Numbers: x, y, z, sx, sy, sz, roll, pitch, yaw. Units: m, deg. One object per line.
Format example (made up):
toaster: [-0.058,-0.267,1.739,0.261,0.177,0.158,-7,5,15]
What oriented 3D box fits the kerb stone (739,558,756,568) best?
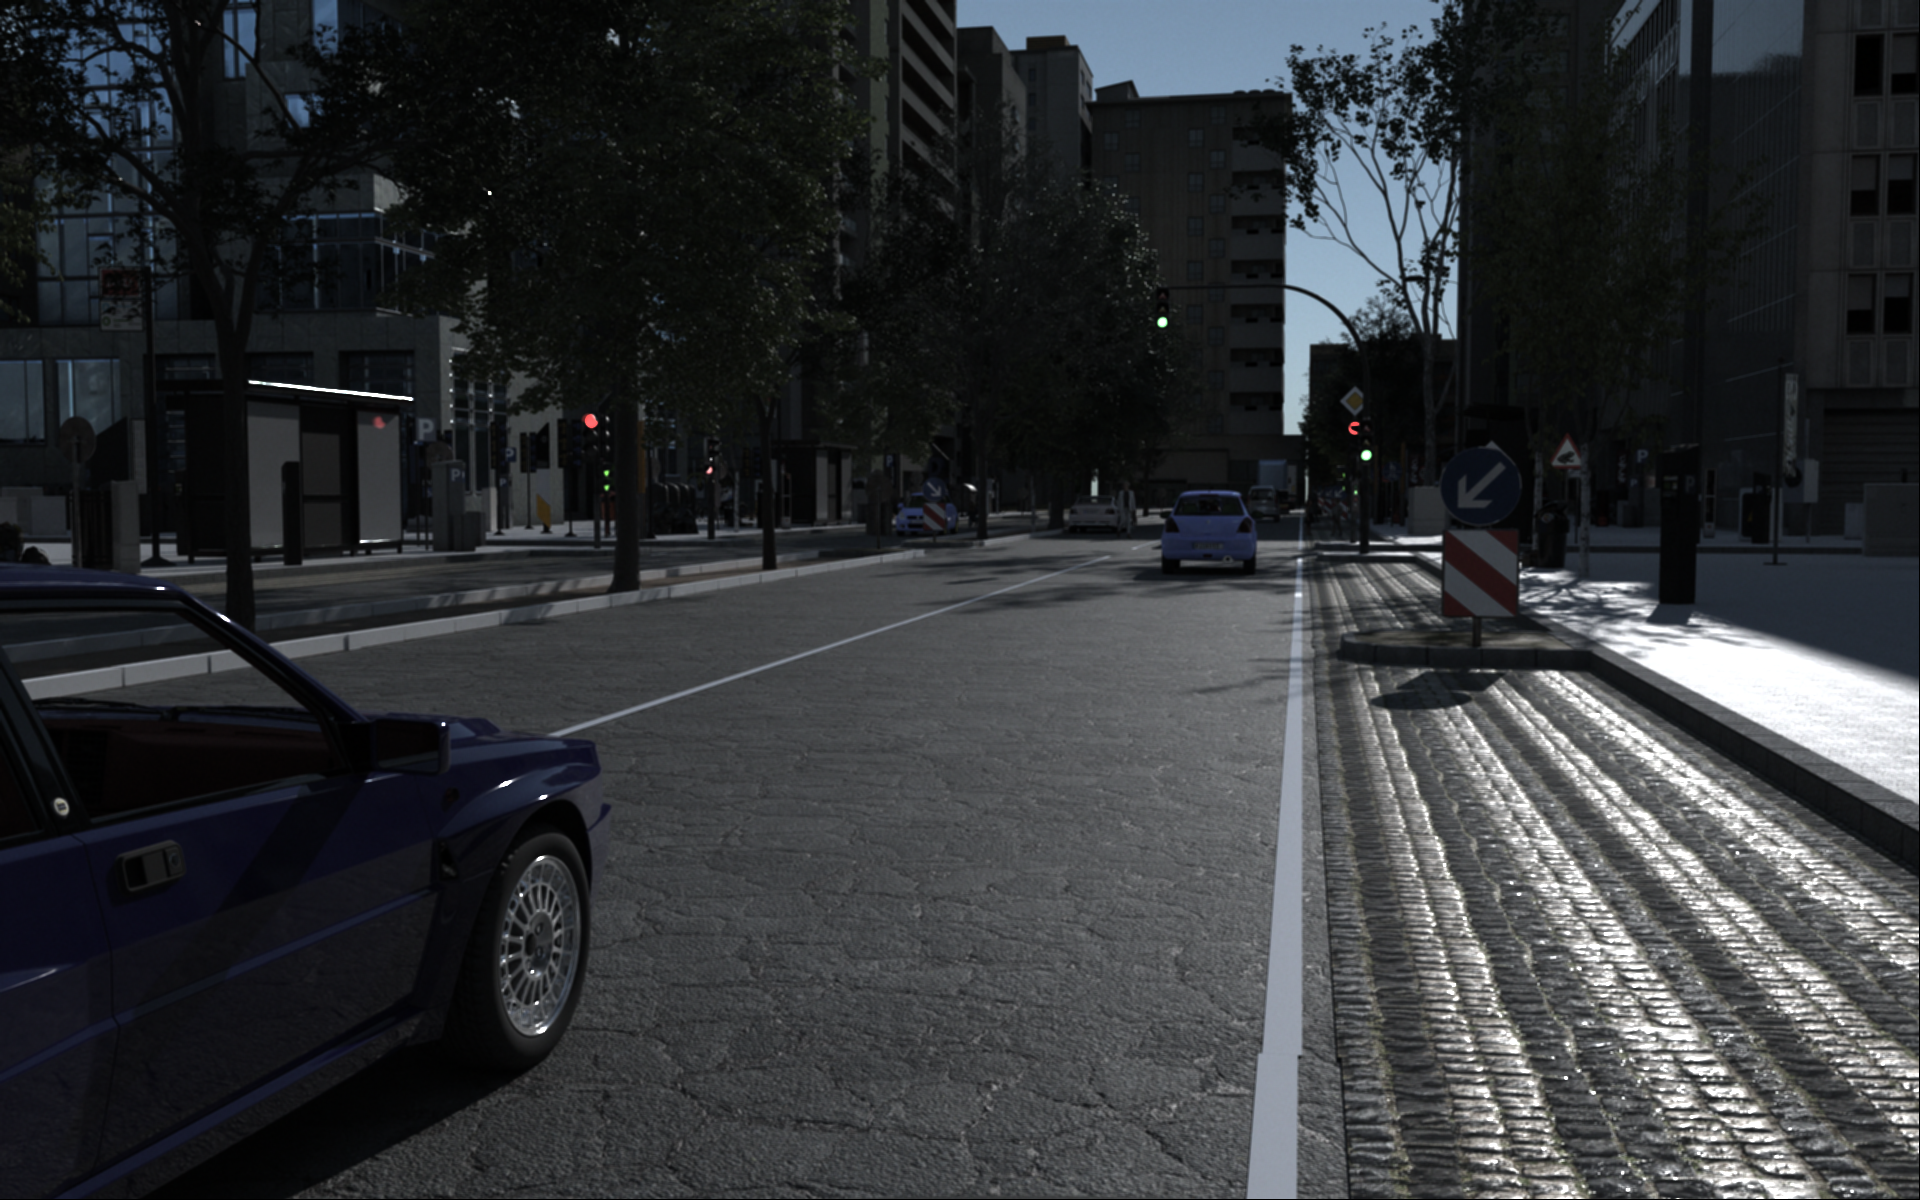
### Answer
kerb stone: [-4.246,-0.706,33.834,0.120,0.150,1.000,1,4,11]

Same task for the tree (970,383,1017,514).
tree: [2.509,-9.749,109.759,4.360,8.622,3.978,0,3,0]

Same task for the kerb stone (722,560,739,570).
kerb stone: [-4.448,-0.651,32.832,0.120,0.150,1.000,1,4,11]

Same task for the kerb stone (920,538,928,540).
kerb stone: [-1.150,-1.671,49.517,0.120,0.150,1.000,1,4,11]

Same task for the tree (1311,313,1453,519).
tree: [21.774,-9.459,89.064,7.601,10.594,8.767,0,4,-1]

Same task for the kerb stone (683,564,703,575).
kerb stone: [-4.846,-0.527,30.823,0.120,0.150,1.000,1,4,11]

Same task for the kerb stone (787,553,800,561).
kerb stone: [-3.651,-0.896,36.847,0.120,0.150,1.000,1,4,11]

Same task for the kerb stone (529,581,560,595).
kerb stone: [-6.032,-0.156,24.799,0.120,0.150,1.000,1,4,11]

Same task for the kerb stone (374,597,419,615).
kerb stone: [-6.828,0.093,20.775,0.120,0.150,1.000,1,4,11]

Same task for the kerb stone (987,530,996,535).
kerb stone: [1.039,-2.347,60.574,0.120,0.150,1.000,1,4,11]

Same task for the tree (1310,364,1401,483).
tree: [31.706,-13.482,138.562,7.486,12.596,7.792,0,3,0]

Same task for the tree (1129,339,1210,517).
tree: [11.697,-10.984,107.803,9.928,11.665,9.643,0,3,0]

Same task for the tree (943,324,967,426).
tree: [-3.098,-10.035,82.196,7.486,12.596,7.792,0,3,0]

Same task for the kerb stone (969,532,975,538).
kerb stone: [0.247,-2.100,56.559,0.120,0.150,1.000,1,4,11]

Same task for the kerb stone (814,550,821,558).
kerb stone: [-3.252,-1.015,38.856,0.120,0.150,1.000,1,4,11]

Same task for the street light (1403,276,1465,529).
street light: [10.123,-3.937,36.906,1.470,5.913,1.316,1,4,11]

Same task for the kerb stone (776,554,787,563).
kerb stone: [-3.847,-0.829,35.844,0.120,0.150,1.000,1,4,11]

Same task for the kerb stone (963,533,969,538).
kerb stone: [0.047,-2.038,55.556,0.120,0.150,1.000,1,4,11]

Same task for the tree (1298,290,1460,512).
tree: [25.137,-11.888,104.737,12.009,13.543,11.850,0,3,0]

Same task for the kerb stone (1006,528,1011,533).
kerb stone: [1.641,-2.532,63.591,0.120,0.150,1.000,1,4,11]

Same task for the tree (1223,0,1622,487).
tree: [15.165,-12.336,57.587,12.611,20.169,13.585,0,3,0]

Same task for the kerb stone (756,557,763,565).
kerb stone: [-4.050,-0.767,34.840,0.120,0.150,1.000,1,4,11]

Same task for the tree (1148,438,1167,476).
tree: [19.367,-15.995,195.933,8.767,10.594,7.601,-1,4,-17]

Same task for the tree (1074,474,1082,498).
tree: [10.520,-9.718,153.483,1.663,3.219,1.824,0,3,0]

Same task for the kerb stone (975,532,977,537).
kerb stone: [0.439,-2.163,57.563,0.120,0.150,1.000,1,4,11]

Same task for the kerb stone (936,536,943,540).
kerb stone: [-0.751,-1.794,51.524,0.120,0.150,1.000,1,4,11]

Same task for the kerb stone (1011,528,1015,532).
kerb stone: [1.832,-2.587,64.596,0.120,0.150,1.000,1,4,11]

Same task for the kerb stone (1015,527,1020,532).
kerb stone: [2.027,-2.655,65.599,0.120,0.150,1.000,1,4,11]

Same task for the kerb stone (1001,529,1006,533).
kerb stone: [1.431,-2.470,62.581,0.120,0.150,1.000,1,4,11]

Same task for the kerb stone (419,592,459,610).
kerb stone: [-6.633,0.025,21.793,0.120,0.150,1.000,1,4,11]

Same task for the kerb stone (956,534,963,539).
kerb stone: [-0.146,-1.979,54.549,0.120,0.150,1.000,1,4,11]

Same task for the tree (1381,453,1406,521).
tree: [20.370,-5.326,81.689,1.663,3.219,1.824,0,3,0]

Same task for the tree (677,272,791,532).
tree: [-7.542,-6.577,57.900,4.737,8.622,4.395,0,3,0]

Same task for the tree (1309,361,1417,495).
tree: [29.146,-12.201,125.248,9.928,11.665,9.643,0,3,0]

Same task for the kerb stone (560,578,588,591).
kerb stone: [-5.833,-0.221,25.802,0.120,0.150,1.000,1,4,11]

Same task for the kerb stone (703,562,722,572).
kerb stone: [-4.641,-0.587,31.828,0.120,0.150,1.000,1,4,11]

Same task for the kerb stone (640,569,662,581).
kerb stone: [-5.240,-0.405,28.811,0.120,0.150,1.000,1,4,11]

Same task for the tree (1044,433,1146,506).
tree: [9.485,-12.606,140.519,7.601,10.594,8.767,-1,4,-19]

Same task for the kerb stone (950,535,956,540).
kerb stone: [-0.347,-1.912,53.540,0.120,0.150,1.000,1,4,11]

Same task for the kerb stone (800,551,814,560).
kerb stone: [-3.452,-0.957,37.854,0.120,0.150,1.000,1,4,11]

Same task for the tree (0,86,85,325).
tree: [-14.723,-4.558,24.880,4.737,8.622,4.395,0,3,0]

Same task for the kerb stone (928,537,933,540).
kerb stone: [-0.951,-1.727,50.520,0.120,0.150,1.000,1,4,11]

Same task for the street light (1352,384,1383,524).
street light: [17.255,-6.163,73.309,1.470,5.913,1.316,1,4,11]

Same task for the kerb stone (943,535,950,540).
kerb stone: [-0.553,-1.855,52.529,0.120,0.150,1.000,1,4,11]

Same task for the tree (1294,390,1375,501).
tree: [42.386,-17.578,194.062,9.857,13.997,8.962,0,3,0]

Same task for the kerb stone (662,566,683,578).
kerb stone: [-5.046,-0.462,29.818,0.120,0.150,1.000,1,4,11]

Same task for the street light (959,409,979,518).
street light: [0.646,-7.435,94.096,1.470,5.913,1.316,1,4,11]

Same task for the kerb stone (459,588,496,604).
kerb stone: [-6.429,-0.037,22.794,0.120,0.150,1.000,1,4,11]

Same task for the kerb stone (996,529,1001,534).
kerb stone: [1.237,-2.402,61.577,0.120,0.150,1.000,1,4,11]

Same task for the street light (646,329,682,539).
street light: [-8.282,-4.676,48.998,1.470,5.913,1.316,1,4,11]

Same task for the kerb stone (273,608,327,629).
kerb stone: [-7.223,0.211,18.761,0.120,0.150,1.000,1,4,11]

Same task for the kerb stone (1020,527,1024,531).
kerb stone: [2.230,-2.713,66.608,0.120,0.150,1.000,1,4,11]

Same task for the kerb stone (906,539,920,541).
kerb stone: [-1.350,-1.606,48.501,0.120,0.150,1.000,1,4,11]

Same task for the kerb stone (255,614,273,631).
kerb stone: [-7.422,0.271,17.758,0.120,0.150,1.000,1,4,11]

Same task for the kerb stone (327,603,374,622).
kerb stone: [-7.033,0.148,19.772,0.120,0.150,1.000,1,4,11]

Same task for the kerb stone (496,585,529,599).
kerb stone: [-6.233,-0.098,23.797,0.120,0.150,1.000,1,4,11]

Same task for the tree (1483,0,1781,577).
tree: [9.691,-4.639,26.212,4.737,8.622,4.395,0,3,0]

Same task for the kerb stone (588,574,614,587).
kerb stone: [-5.638,-0.275,26.807,0.120,0.150,1.000,1,4,11]
